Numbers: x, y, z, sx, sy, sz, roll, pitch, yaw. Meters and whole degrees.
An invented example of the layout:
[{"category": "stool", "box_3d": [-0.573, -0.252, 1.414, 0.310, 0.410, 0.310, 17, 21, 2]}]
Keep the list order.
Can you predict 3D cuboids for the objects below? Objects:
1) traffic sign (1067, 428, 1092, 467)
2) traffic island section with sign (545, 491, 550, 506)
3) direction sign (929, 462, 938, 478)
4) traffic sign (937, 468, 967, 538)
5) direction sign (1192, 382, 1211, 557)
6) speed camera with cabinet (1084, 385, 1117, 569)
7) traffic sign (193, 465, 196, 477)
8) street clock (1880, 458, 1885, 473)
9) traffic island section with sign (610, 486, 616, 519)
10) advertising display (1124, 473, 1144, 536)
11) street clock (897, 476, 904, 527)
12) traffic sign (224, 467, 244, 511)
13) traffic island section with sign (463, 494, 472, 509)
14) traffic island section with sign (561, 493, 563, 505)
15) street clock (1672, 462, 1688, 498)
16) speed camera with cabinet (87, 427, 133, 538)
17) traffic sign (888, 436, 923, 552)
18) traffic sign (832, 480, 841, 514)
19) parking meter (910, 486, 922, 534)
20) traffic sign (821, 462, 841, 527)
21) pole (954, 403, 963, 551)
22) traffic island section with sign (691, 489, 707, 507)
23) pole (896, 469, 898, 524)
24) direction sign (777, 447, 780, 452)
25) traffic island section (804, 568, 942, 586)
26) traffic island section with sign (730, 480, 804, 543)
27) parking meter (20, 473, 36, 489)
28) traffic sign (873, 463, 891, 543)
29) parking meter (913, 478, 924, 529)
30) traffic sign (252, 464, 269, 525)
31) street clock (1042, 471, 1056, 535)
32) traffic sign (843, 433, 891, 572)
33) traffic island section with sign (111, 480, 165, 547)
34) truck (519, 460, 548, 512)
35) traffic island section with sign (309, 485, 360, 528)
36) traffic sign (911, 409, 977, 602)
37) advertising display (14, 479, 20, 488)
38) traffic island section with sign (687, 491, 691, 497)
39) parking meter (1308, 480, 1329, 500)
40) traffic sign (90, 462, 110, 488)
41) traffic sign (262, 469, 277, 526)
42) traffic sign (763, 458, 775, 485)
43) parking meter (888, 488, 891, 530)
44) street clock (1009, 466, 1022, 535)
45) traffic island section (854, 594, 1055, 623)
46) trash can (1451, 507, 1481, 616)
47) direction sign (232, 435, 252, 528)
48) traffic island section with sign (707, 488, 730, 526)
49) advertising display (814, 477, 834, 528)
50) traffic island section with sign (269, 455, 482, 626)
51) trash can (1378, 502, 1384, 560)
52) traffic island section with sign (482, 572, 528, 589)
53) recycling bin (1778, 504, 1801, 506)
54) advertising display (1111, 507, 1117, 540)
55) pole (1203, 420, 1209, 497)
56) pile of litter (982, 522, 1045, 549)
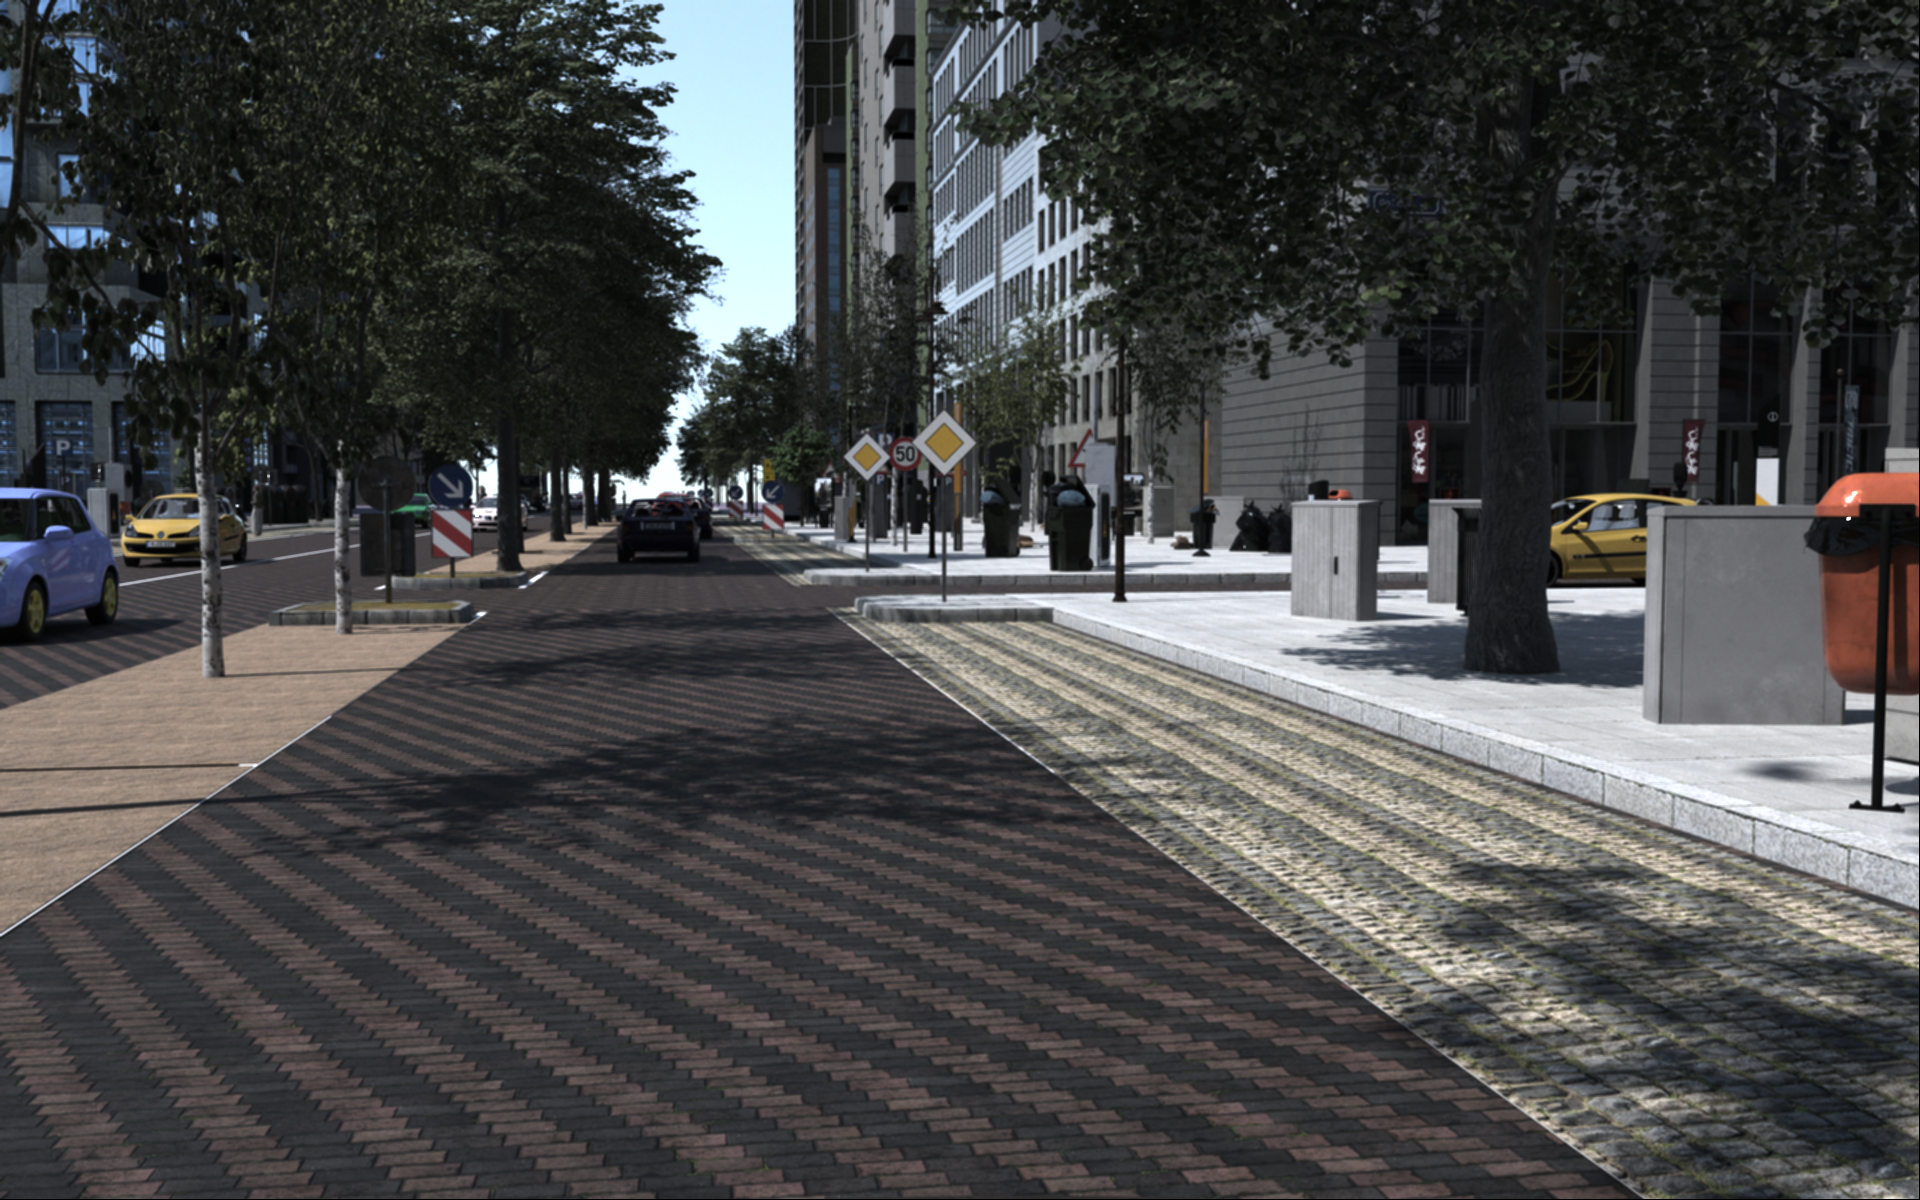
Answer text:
[{"category": "traffic sign", "box_3d": [2.560, -2.101, 34.351, 0.884, 2.594, 0.081, 0, 4, -7]}, {"category": "traffic island section with sign", "box_3d": [-48.932, -11.998, 204.795, 1.989, 1.847, 2.006, -1, 4, -10]}, {"category": "direction sign", "box_3d": [-1.129, -5.783, 86.543, 0.876, 3.537, 0.379, -2, 4, -27]}, {"category": "traffic sign", "box_3d": [-0.227, -3.107, 50.808, 0.884, 2.594, 0.081, 0, 4, -8]}, {"category": "direction sign", "box_3d": [4.981, -2.669, 35.639, 0.379, 3.537, 0.876, 0, 4, 5]}, {"category": "speed camera with cabinet", "box_3d": [2.423, -2.225, 30.715, 0.660, 3.252, 2.038, 1, 4, 17]}, {"category": "traffic sign", "box_3d": [-28.404, -3.974, 65.073, 0.768, 2.556, 0.104, -1, 4, -9]}, {"category": "street clock", "box_3d": [17.932, -1.760, 33.349, 0.358, 2.002, 0.471, 0, 4, 0]}, {"category": "traffic island section with sign", "box_3d": [-20.431, -5.689, 101.154, 2.006, 1.907, 1.989, -1, 4, -10]}, {"category": "advertising display", "box_3d": [5.155, -2.925, 53.043, 0.974, 1.923, 0.123, 0, 4, 4]}, {"category": "street clock", "box_3d": [-2.353, -3.878, 67.971, 0.358, 2.002, 0.471, 2, 4, 27]}, {"category": "traffic sign", "box_3d": [-28.617, -4.174, 68.346, 0.768, 2.556, 0.104, 0, 4, -7]}, {"category": "traffic island section with sign", "box_3d": [-35.298, -7.073, 124.268, 1.989, 1.847, 2.006, -1, 4, -10]}, {"category": "traffic island section with sign", "box_3d": [-53.511, -13.645, 231.723, 1.989, 1.847, 2.006, -1, 4, -10]}, {"category": "street clock", "box_3d": [16.504, -2.150, 39.721, 0.358, 2.002, 0.471, 2, 4, 32]}, {"category": "speed camera with cabinet", "box_3d": [-24.883, -3.449, 50.733, 0.660, 3.252, 2.038, 0, 4, -6]}, {"category": "traffic sign", "box_3d": [-1.209, -2.339, 38.353, 0.768, 2.556, 0.104, 0, 4, -3]}, {"category": "traffic sign", "box_3d": [-6.241, -5.177, 84.654, 0.884, 2.594, 0.081, 0, 4, -1]}, {"category": "parking meter", "box_3d": [-1.401, -2.860, 55.179, 0.372, 1.533, 0.369, 0, 3, 0]}, {"category": "traffic sign", "box_3d": [-4.987, -4.075, 66.632, 0.884, 2.594, 0.081, 0, 4, -1]}, {"category": "pole", "box_3d": [-0.039, -2.759, 38.953, 0.158, 3.312, 0.155, 0, 3, 0]}, {"category": "traffic island section with sign", "box_3d": [-18.460, -7.207, 126.462, 1.989, 1.847, 2.006, -1, 4, -10]}, {"category": "pole", "box_3d": [-2.656, -4.777, 71.944, 0.158, 3.312, 0.155, 0, 3, 0]}, {"category": "direction sign", "box_3d": [-8.535, -5.610, 83.723, 0.876, 3.537, 0.379, 3, 5, 40]}, {"category": "traffic island section", "box_3d": [-1.503, -0.380, 28.487, 2.009, 0.180, 2.903, -1, 4, -10]}, {"category": "traffic island section with sign", "box_3d": [-5.661, -2.592, 51.011, 1.989, 1.847, 2.006, -1, 4, -10]}, {"category": "parking meter", "box_3d": [-26.368, -2.650, 49.042, 0.255, 1.863, 0.399, 0, 4, 5]}, {"category": "traffic sign", "box_3d": [-2.256, -2.790, 45.626, 0.884, 2.594, 0.081, -1, 4, -9]}, {"category": "parking meter", "box_3d": [-1.525, -3.526, 63.362, 0.399, 1.863, 0.255, -1, 4, -10]}, {"category": "traffic sign", "box_3d": [-29.201, -4.421, 72.395, 0.768, 2.556, 0.104, 0, 4, -2]}, {"category": "street clock", "box_3d": [2.764, -3.027, 54.055, 0.358, 2.002, 0.471, -2, 4, -31]}, {"category": "traffic sign", "box_3d": [-1.525, -1.515, 28.406, 0.795, 2.450, 0.064, -1, 4, -10]}, {"category": "traffic island section with sign", "box_3d": [-22.287, -2.384, 47.604, 1.989, 1.847, 2.006, -1, 4, -10]}, {"category": "truck", "box_3d": [-35.548, -9.416, 142.867, 2.839, 4.237, 11.283, -1, 4, -11]}, {"category": "traffic island section with sign", "box_3d": [-26.882, -4.039, 74.670, 1.989, 1.847, 2.006, -1, 4, -10]}, {"category": "traffic sign", "box_3d": [-0.190, -1.033, 20.533, 0.795, 2.450, 0.064, -1, 4, -10]}, {"category": "advertising display", "box_3d": [-40.257, -4.219, 74.196, 0.123, 1.923, 0.974, -1, 4, -10]}, {"category": "traffic island section with sign", "box_3d": [-23.045, -8.859, 153.476, 1.989, 1.847, 2.006, -1, 4, -10]}, {"category": "parking meter", "box_3d": [6.661, -1.456, 32.220, 0.372, 1.533, 0.369, 0, 3, 0]}, {"category": "traffic sign", "box_3d": [-27.588, -3.271, 55.611, 0.606, 2.300, 0.079, 0, 4, -7]}, {"category": "traffic sign", "box_3d": [-27.864, -4.146, 69.913, 0.606, 2.300, 0.079, 0, 4, -1]}, {"category": "traffic sign", "box_3d": [-9.932, -6.331, 97.379, 2.265, 3.308, 0.079, 0, 4, -7]}, {"category": "parking meter", "box_3d": [-2.514, -3.237, 61.334, 0.372, 1.533, 0.369, 0, 3, 0]}, {"category": "street clock", "box_3d": [1.404, -2.428, 44.274, 0.358, 2.002, 0.471, -1, 4, -10]}, {"category": "traffic island section", "box_3d": [-0.168, 0.102, 20.614, 2.009, 0.180, 2.903, -1, 4, -10]}, {"category": "trash can", "box_3d": [5.546, -0.401, 18.218, 0.748, 1.137, 0.748, 0, 3, 0]}, {"category": "direction sign", "box_3d": [-27.500, -4.549, 66.377, 0.876, 3.537, 0.379, 1, 4, 16]}, {"category": "traffic island section with sign", "box_3d": [-10.175, -4.218, 77.587, 1.989, 1.847, 2.006, -1, 4, -10]}, {"category": "advertising display", "box_3d": [-5.120, -3.673, 65.264, 0.974, 1.923, 0.123, 3, 5, 40]}, {"category": "traffic island section with sign", "box_3d": [-6.635, -0.711, 19.765, 2.006, 1.907, 1.989, -1, 4, -10]}, {"category": "trash can", "box_3d": [7.493, -1.258, 32.218, 0.748, 1.137, 0.748, 0, 3, 0]}, {"category": "traffic island section with sign", "box_3d": [-7.863, -1.158, 27.070, 2.006, 1.907, 1.989, -1, 4, -10]}, {"category": "recycling bin", "box_3d": [19.712, -1.785, 41.743, 0.722, 1.027, 0.722, -2, 4, -29]}, {"category": "advertising display", "box_3d": [3.980, -2.595, 47.636, 0.123, 1.923, 0.974, 3, 5, 40]}, {"category": "pole", "box_3d": [6.803, -3.312, 47.998, 0.158, 3.312, 0.155, 0, 3, 0]}, {"category": "pile of litter", "box_3d": [1.243, -1.664, 41.168, 1.719, 0.858, 1.176, -1, 4, -23]}]
